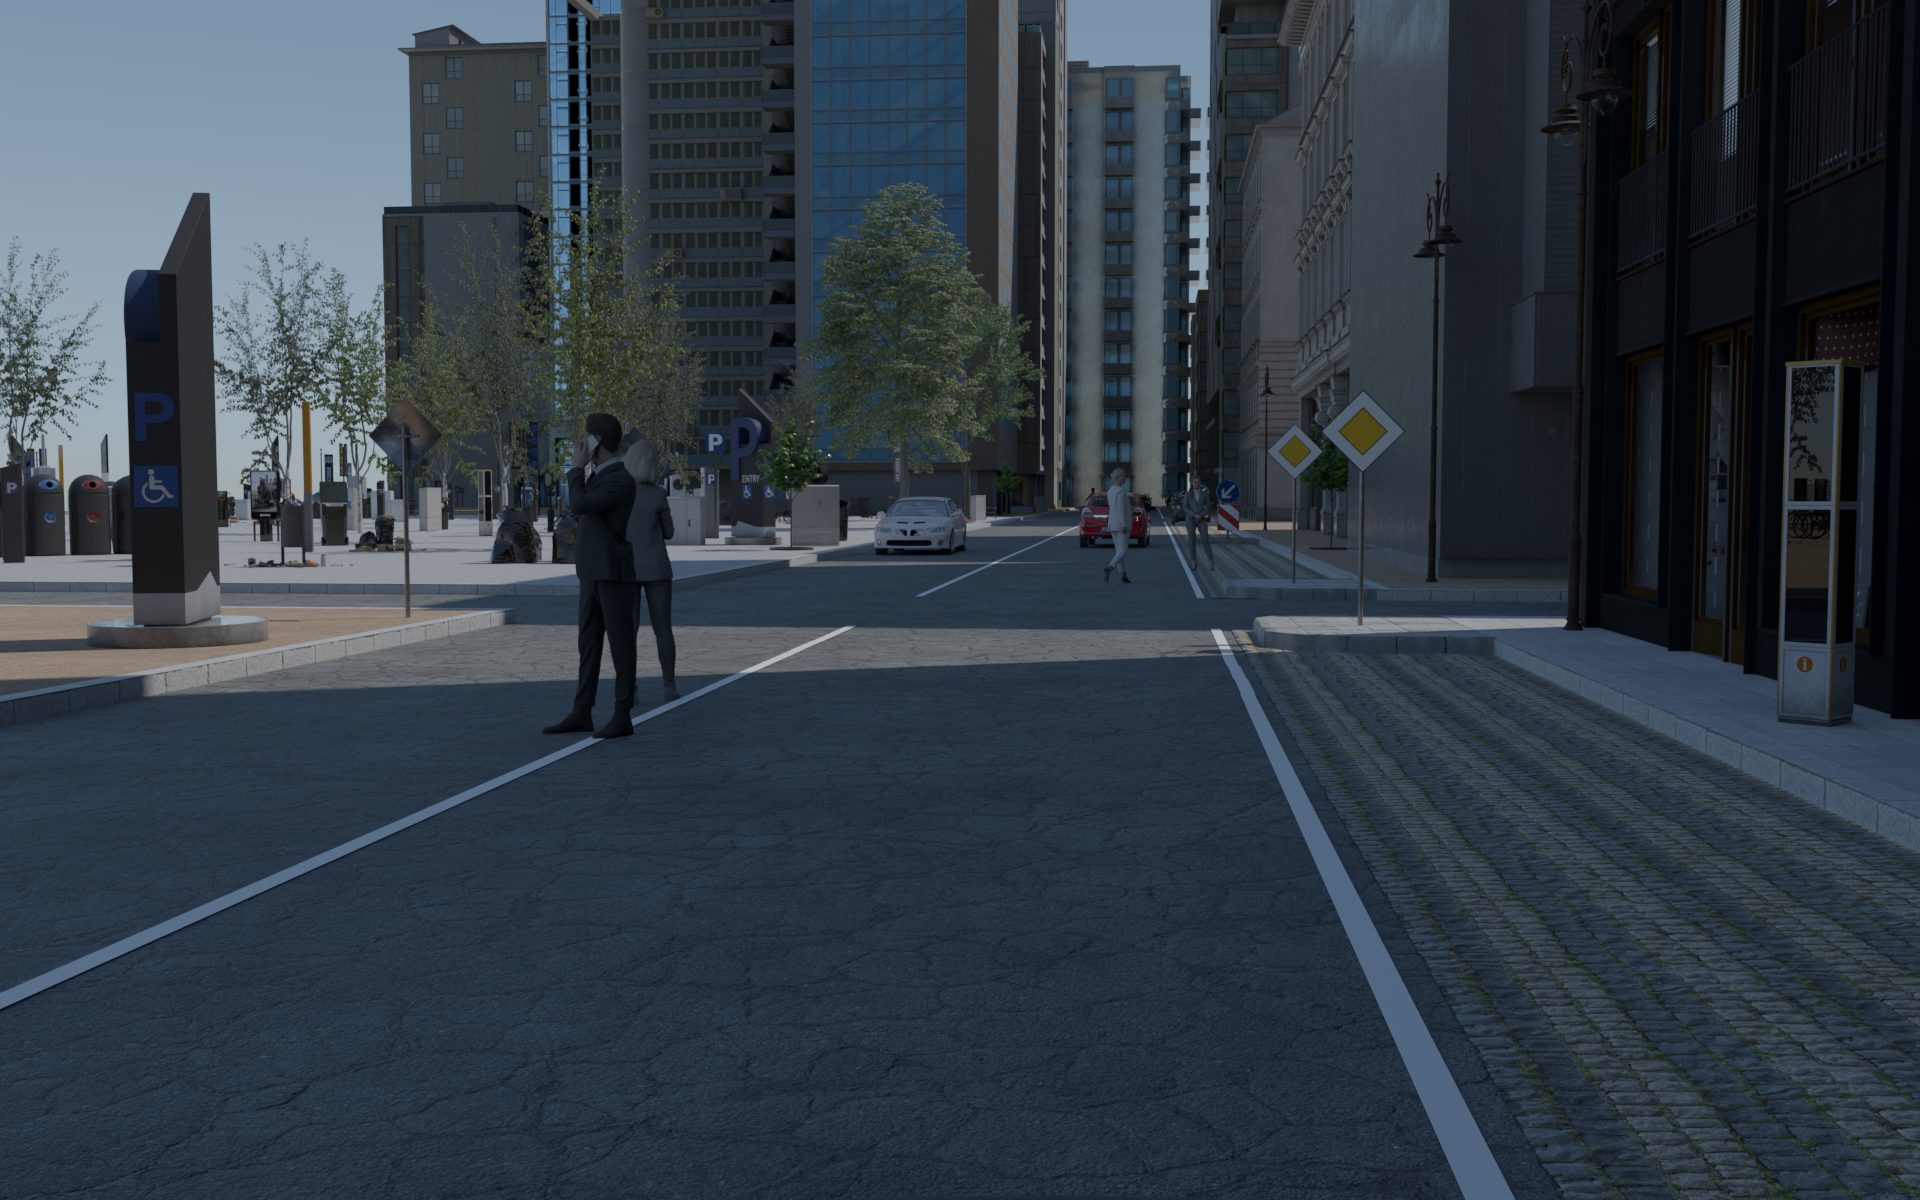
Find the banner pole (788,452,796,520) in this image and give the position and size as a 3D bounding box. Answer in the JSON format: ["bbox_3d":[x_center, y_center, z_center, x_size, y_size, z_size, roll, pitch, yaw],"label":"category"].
[{"bbox_3d":[-8.125,-5.842,85.535,0.863,3.779,0.401,-3,4,-36],"label":"banner pole"}]

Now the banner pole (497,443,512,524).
[{"bbox_3d":[-19.677,-5.190,74.875,0.863,3.779,0.401,2,4,26],"label":"banner pole"}]

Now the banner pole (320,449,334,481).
[{"bbox_3d":[-34.973,-6.455,95.558,0.863,3.779,0.401,-2,4,-25],"label":"banner pole"}]

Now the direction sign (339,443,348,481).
[{"bbox_3d":[-27.530,-5.223,77.388,0.379,3.537,0.876,0,4,2],"label":"direction sign"}]

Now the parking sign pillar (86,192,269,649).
[{"bbox_3d":[-6.784,-1.619,14.936,1.447,3.967,1.447,-1,4,-11],"label":"parking sign pillar"}]

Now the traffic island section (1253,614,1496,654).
[{"bbox_3d":[3.928,0.328,16.919,2.009,0.180,2.903,0,4,6],"label":"traffic island section"}]

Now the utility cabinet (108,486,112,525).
[{"bbox_3d":[-23.755,-2.471,49.072,1.173,1.500,0.318,0,4,-1],"label":"utility cabinet"}]

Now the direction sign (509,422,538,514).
[{"bbox_3d":[-13.693,-3.816,54.396,0.876,3.537,0.379,0,4,-8],"label":"direction sign"}]

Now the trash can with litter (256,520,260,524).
[{"bbox_3d":[-29.451,-3.804,73.578,1.055,1.170,0.624,-3,5,-44],"label":"trash can with litter"}]

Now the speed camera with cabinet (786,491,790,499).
[{"bbox_3d":[-7.337,-5.456,83.548,2.038,3.252,0.660,-1,4,-19],"label":"speed camera with cabinet"}]

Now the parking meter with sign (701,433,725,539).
[{"bbox_3d":[-7.229,-3.300,50.208,0.543,3.016,1.738,-1,4,-17],"label":"parking meter with sign"}]

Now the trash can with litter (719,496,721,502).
[{"bbox_3d":[-12.920,-4.768,89.015,2.233,1.210,1.678,-3,5,-42],"label":"trash can with litter"}]

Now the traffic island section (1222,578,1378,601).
[{"bbox_3d":[4.804,-0.157,24.856,2.009,0.180,2.903,0,4,6],"label":"traffic island section"}]

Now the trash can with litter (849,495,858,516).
[{"bbox_3d":[-6.391,-5.430,99.839,2.233,1.210,1.678,0,4,-1],"label":"trash can with litter"}]

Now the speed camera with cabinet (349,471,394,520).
[{"bbox_3d":[-29.498,-5.659,86.853,2.038,3.252,0.660,0,4,2],"label":"speed camera with cabinet"}]

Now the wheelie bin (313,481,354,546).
[{"bbox_3d":[-15.593,-2.148,43.033,0.980,1.594,0.693,-2,4,-24],"label":"wheelie bin"}]

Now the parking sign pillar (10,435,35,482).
[{"bbox_3d":[-43.070,-5.576,79.637,1.447,3.967,1.447,0,4,1],"label":"parking sign pillar"}]

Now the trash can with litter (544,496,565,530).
[{"bbox_3d":[-14.479,-3.131,62.242,1.678,1.210,2.233,0,4,-5],"label":"trash can with litter"}]

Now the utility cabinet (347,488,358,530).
[{"bbox_3d":[-21.529,-3.191,60.853,1.173,1.500,0.318,3,4,36],"label":"utility cabinet"}]

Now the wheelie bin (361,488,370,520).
[{"bbox_3d":[-29.425,-4.675,84.338,0.693,1.594,0.980,0,4,6],"label":"wheelie bin"}]

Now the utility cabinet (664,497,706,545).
[{"bbox_3d":[-6.920,-1.978,43.500,1.020,1.237,0.306,1,4,16],"label":"utility cabinet"}]

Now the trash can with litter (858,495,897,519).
[{"bbox_3d":[-3.944,-4.842,90.216,2.233,1.210,1.678,0,4,5],"label":"trash can with litter"}]

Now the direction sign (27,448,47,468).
[{"bbox_3d":[-45.776,-5.747,85.958,0.876,3.537,0.379,-2,4,-26],"label":"direction sign"}]

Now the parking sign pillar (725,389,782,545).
[{"bbox_3d":[-5.255,-3.393,43.948,1.447,3.967,1.447,3,5,44],"label":"parking sign pillar"}]

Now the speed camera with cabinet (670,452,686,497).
[{"bbox_3d":[-13.956,-5.325,81.407,2.038,3.252,0.660,-1,4,-17],"label":"speed camera with cabinet"}]

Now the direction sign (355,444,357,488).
[{"bbox_3d":[-27.335,-5.288,78.463,0.379,3.537,0.876,-1,4,-22],"label":"direction sign"}]

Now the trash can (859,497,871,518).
[{"bbox_3d":[-5.115,-5.010,93.561,0.748,1.137,0.748,0,3,0],"label":"trash can"}]

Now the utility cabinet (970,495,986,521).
[{"bbox_3d":[0.872,-4.435,83.680,0.306,1.237,1.020,2,4,30],"label":"utility cabinet"}]

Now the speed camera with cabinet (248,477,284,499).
[{"bbox_3d":[-37.766,-6.118,94.372,0.660,3.252,2.038,2,4,30],"label":"speed camera with cabinet"}]

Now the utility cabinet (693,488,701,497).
[{"bbox_3d":[-9.923,-3.554,66.788,0.318,1.500,1.173,1,4,14],"label":"utility cabinet"}]

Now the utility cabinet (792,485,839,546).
[{"bbox_3d":[-3.539,-2.054,42.266,1.173,1.500,0.318,0,4,-7],"label":"utility cabinet"}]

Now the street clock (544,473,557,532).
[{"bbox_3d":[-13.790,-3.289,58.347,0.471,2.002,0.358,3,5,42],"label":"street clock"}]

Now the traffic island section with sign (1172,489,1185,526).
[{"bbox_3d":[10.582,-4.183,77.018,1.989,1.847,2.006,0,4,6],"label":"traffic island section with sign"}]

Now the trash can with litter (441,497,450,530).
[{"bbox_3d":[-18.835,-3.105,62.162,1.055,1.170,0.624,1,4,20],"label":"trash can with litter"}]

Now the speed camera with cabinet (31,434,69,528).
[{"bbox_3d":[-29.790,-3.879,57.765,2.038,3.252,0.660,-2,4,-34],"label":"speed camera with cabinet"}]

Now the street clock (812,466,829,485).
[{"bbox_3d":[-3.554,-2.402,43.839,0.358,2.002,0.471,-3,5,-42],"label":"street clock"}]

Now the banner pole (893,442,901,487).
[{"bbox_3d":[-2.441,-4.962,71.151,0.863,3.779,0.401,3,4,38],"label":"banner pole"}]

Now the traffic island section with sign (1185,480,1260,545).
[{"bbox_3d":[7.567,-2.518,49.794,1.989,1.847,2.006,0,4,6],"label":"traffic island section with sign"}]

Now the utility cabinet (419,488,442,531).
[{"bbox_3d":[-18.366,-3.140,60.016,0.318,1.500,1.173,0,4,7],"label":"utility cabinet"}]

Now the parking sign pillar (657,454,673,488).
[{"bbox_3d":[-16.287,-6.466,94.199,1.447,3.967,1.447,0,4,-3],"label":"parking sign pillar"}]

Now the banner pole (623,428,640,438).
[{"bbox_3d":[-11.850,-4.459,62.920,0.863,3.779,0.401,1,4,10],"label":"banner pole"}]

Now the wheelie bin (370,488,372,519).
[{"bbox_3d":[-30.863,-5.034,90.208,0.980,1.594,0.693,2,4,28],"label":"wheelie bin"}]

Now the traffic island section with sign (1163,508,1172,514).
[{"bbox_3d":[15.985,-7.179,125.997,1.989,1.847,2.006,0,4,6],"label":"traffic island section with sign"}]
